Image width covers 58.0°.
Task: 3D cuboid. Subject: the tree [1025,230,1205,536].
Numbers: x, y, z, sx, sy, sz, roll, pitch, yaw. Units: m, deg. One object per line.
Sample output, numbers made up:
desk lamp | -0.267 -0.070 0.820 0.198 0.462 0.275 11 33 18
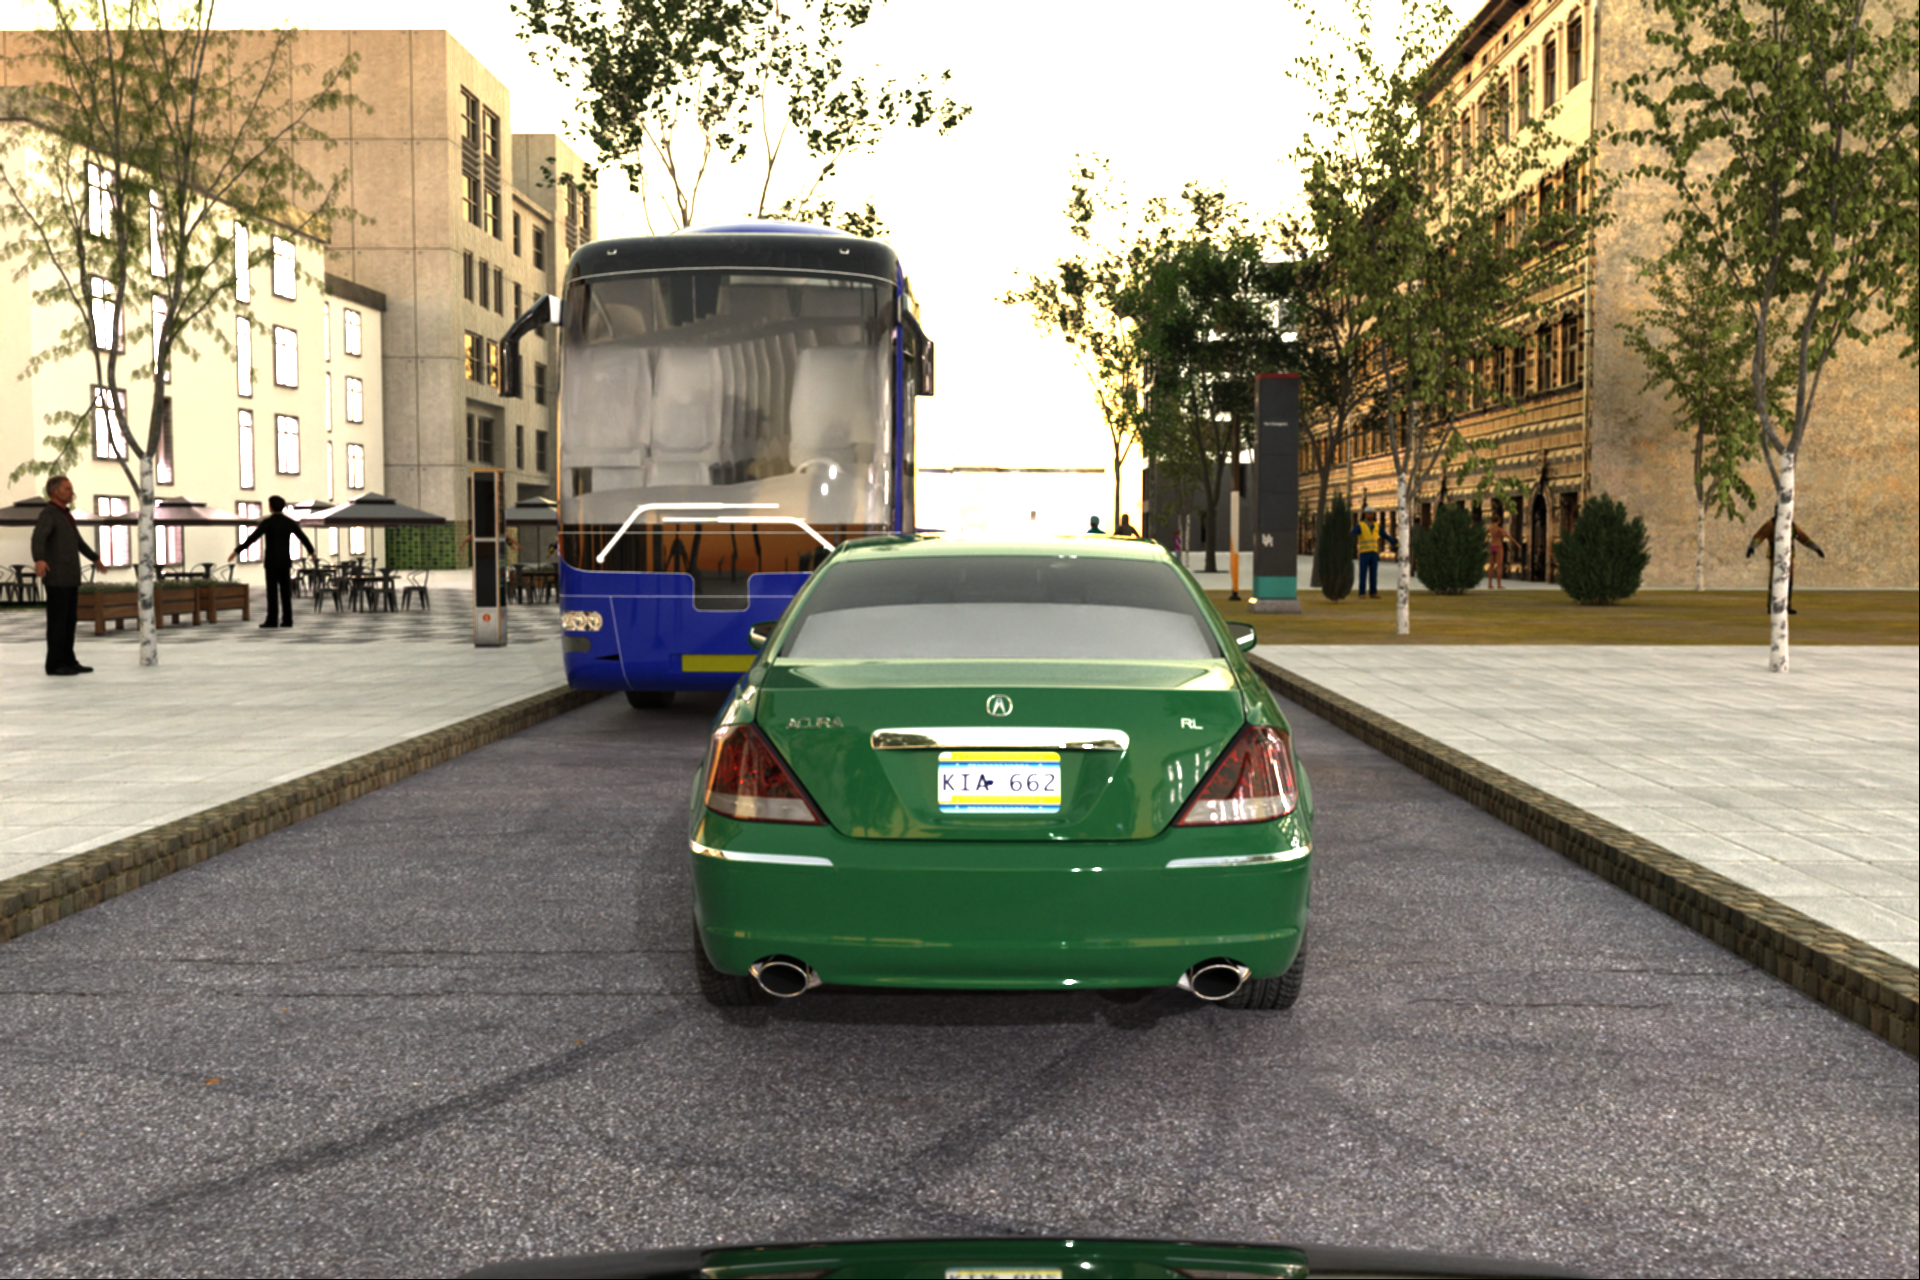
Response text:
tree | 11.190 -15.318 106.342 12.611 20.169 13.585 0 3 0

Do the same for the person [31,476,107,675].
person | -8.194 -0.592 15.853 0.705 1.807 1.348 0 4 -5

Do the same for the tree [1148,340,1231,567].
tree | 8.836 -7.106 66.544 4.737 8.622 4.395 0 3 0

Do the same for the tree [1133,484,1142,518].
tree | 23.732 -16.012 212.165 4.360 8.622 3.978 0 3 0

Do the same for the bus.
bus | -1.488 -1.587 17.499 2.896 3.916 12.251 0 4 1

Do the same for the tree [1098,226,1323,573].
tree | 8.438 -8.065 57.619 9.928 11.665 9.643 0 3 0

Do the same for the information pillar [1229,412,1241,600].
information pillar | 5.342 -2.586 33.640 0.183 3.616 0.504 0 4 0

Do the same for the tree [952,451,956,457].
tree | -5.268 -12.184 109.570 12.009 13.543 11.850 0 3 0

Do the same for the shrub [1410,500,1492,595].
shrub | 10.375 -1.967 36.585 1.690 2.028 1.600 0 3 0

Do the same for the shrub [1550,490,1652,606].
shrub | 11.541 -1.661 31.200 1.661 2.075 1.752 0 3 0

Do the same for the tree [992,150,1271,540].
tree | 8.391 -14.127 86.858 12.611 20.169 13.585 0 3 0

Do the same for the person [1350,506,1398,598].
person | 8.152 -1.745 34.499 1.349 1.833 0.705 -1 4 -13

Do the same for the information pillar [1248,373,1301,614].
information pillar | 5.138 -2.374 28.194 0.750 3.857 0.750 0 4 1

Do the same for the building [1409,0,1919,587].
building | 24.679 -13.407 50.125 19.493 23.208 18.063 0 4 2

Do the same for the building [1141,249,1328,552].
building | 28.594 -18.156 140.817 27.936 21.610 32.646 0 4 2

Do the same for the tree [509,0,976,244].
tree | -6.304 -11.821 49.170 12.611 20.169 13.585 0 3 0

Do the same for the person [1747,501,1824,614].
person | 13.191 -1.346 27.780 1.354 1.858 0.705 -1 4 -10

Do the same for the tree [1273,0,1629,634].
tree | 5.788 -4.370 21.815 4.737 8.622 4.395 0 3 0

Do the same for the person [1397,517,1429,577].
person | 13.732 -2.797 52.000 1.348 1.796 0.705 2 4 35

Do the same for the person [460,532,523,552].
person | -10.189 -1.940 37.571 1.347 1.847 0.705 0 4 -3

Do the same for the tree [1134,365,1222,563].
tree | 9.431 -7.523 73.366 4.360 8.622 3.978 0 3 0

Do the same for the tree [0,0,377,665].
tree | -7.983 -4.044 16.483 4.360 8.622 3.978 0 3 0

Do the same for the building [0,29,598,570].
building | -26.161 -12.866 76.811 16.747 18.905 31.486 0 4 1

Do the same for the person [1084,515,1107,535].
person | 2.767 -1.668 35.850 1.347 1.817 0.704 -1 4 -21

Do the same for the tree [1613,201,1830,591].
tree | 16.940 -5.409 38.800 4.737 8.622 4.395 0 3 0

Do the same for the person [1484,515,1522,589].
person | 12.636 -2.072 40.678 0.721 1.733 1.217 -3 4 -38

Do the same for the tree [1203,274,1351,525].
tree | 8.437 -6.043 49.161 4.360 8.622 3.978 0 3 0

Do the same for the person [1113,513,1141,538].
person | 4.194 -2.329 44.208 1.348 1.813 0.705 -2 4 -32

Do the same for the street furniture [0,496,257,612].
street furniture | -26.139 -1.264 25.694 27.439 1.986 14.083 0 4 -4

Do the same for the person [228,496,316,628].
person | -9.374 -1.074 23.748 0.705 1.806 1.347 2 4 33

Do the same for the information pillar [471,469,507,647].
information pillar | -5.349 -0.929 19.687 0.304 2.012 0.304 0 4 2

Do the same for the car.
car | 0.158 0.314 6.667 2.131 1.459 4.920 0 4 1

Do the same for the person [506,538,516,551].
person | -10.404 -2.022 38.989 0.705 1.837 1.347 -3 5 -41

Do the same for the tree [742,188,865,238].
tree | -7.090 -9.678 64.886 9.857 13.997 8.962 0 3 0

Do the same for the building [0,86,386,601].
building | -21.442 -6.404 46.860 9.099 9.664 28.070 0 4 2

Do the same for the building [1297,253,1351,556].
building | 29.821 -16.325 97.843 19.493 23.208 18.063 0 4 2

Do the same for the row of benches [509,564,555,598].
row of benches | -7.717 -1.292 36.587 1.422 0.672 4.104 2 4 35

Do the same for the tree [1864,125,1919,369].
tree | 16.650 -4.744 27.930 4.737 8.622 4.395 0 3 0

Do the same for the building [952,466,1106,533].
building | 4.117 -16.579 215.673 28.070 9.664 9.099 0 4 -6

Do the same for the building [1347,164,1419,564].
building | 28.629 -15.107 77.931 19.493 23.208 18.063 0 4 2

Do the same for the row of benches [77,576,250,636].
row of benches | -11.037 -0.507 23.746 1.422 0.672 4.104 0 4 4

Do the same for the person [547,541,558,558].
person | -5.654 -1.216 26.350 1.216 1.772 0.721 -1 4 -17

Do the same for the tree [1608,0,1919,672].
tree | 7.851 -4.012 15.963 4.737 8.622 4.395 0 3 0

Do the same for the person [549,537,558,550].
person | -8.932 -2.123 40.486 1.354 1.856 0.705 -1 4 -19

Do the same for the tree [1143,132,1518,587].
tree | 8.575 -6.536 41.269 8.767 10.594 7.601 0 4 5

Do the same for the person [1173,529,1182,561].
person | 7.196 -2.904 56.743 0.599 1.433 0.991 0 4 5

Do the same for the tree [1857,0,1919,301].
tree | 13.032 -4.380 21.973 4.360 8.622 3.978 0 3 0
